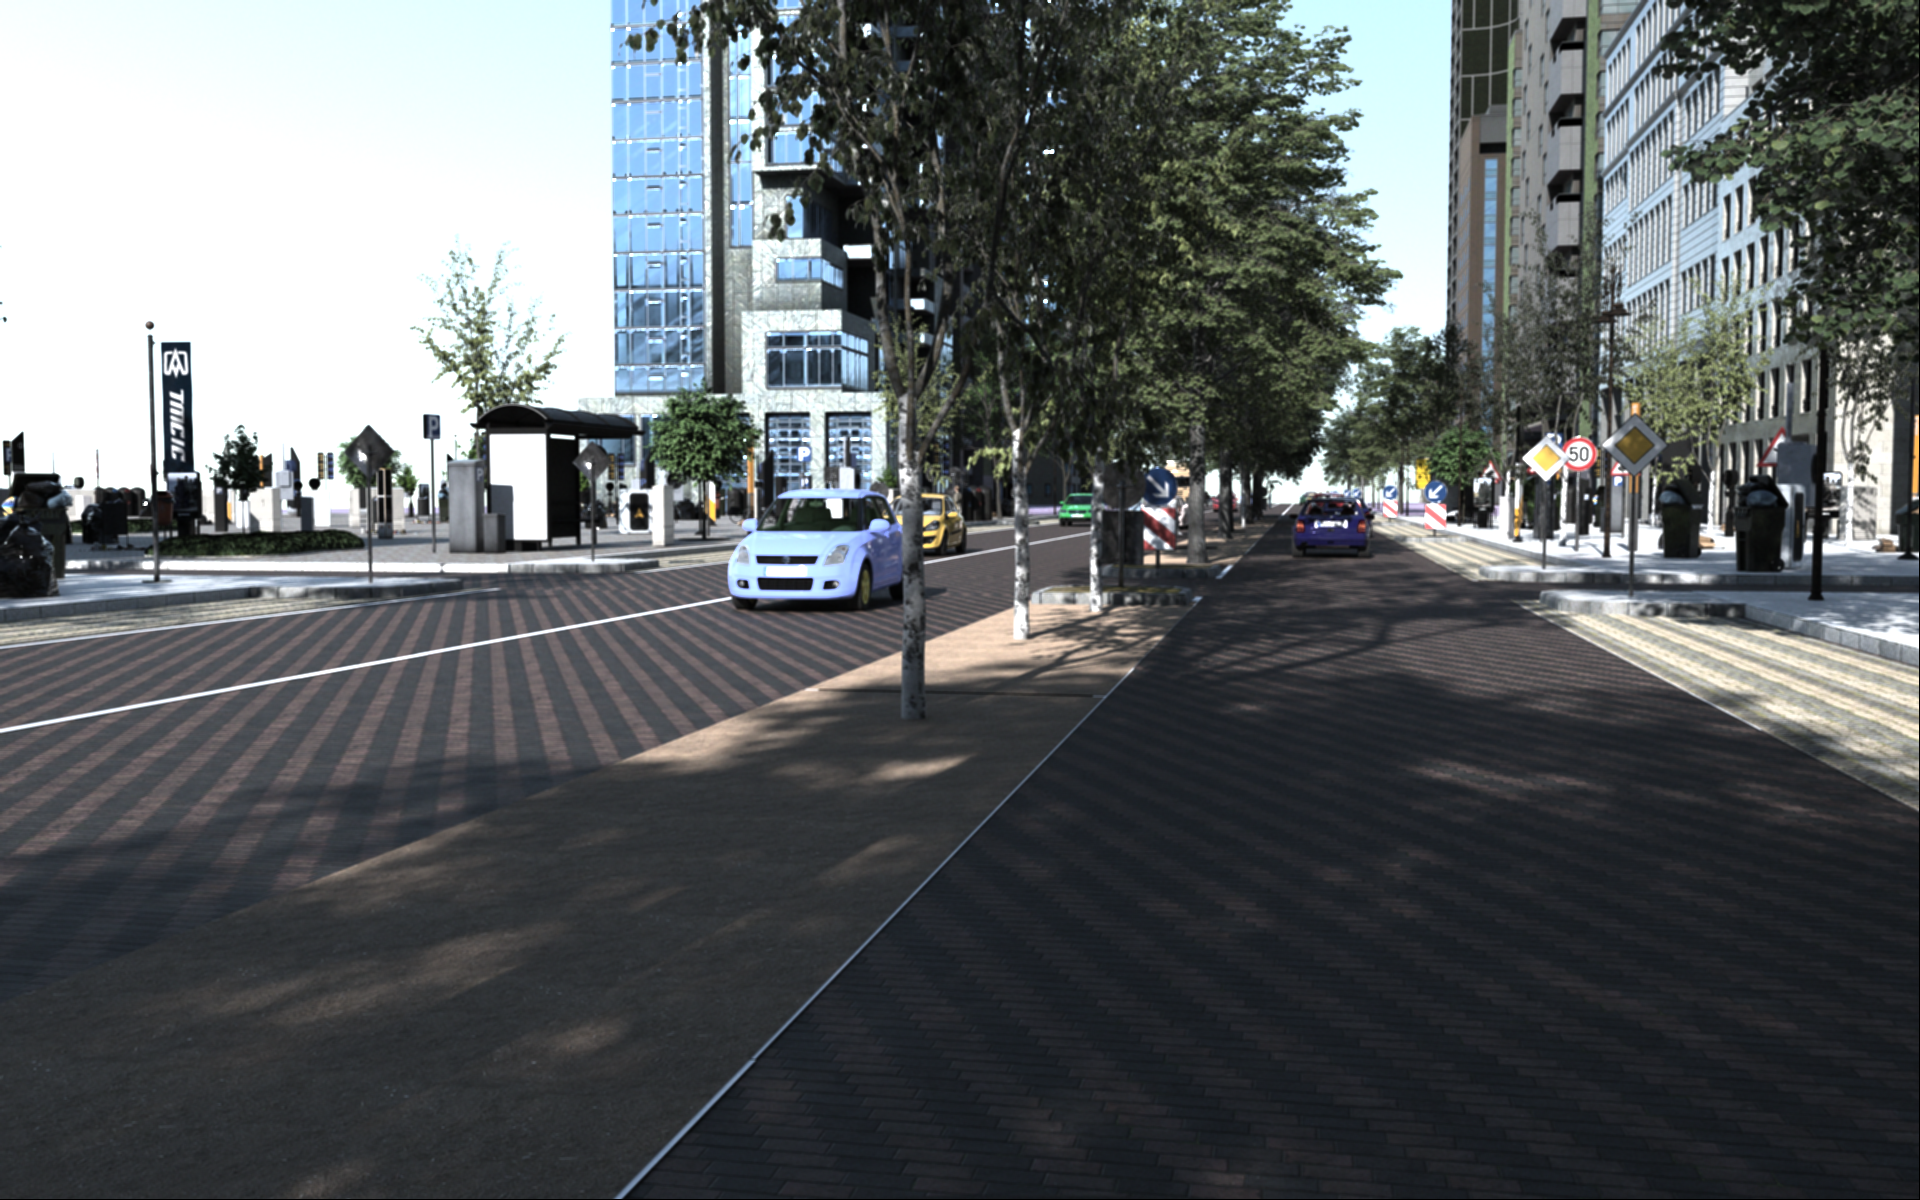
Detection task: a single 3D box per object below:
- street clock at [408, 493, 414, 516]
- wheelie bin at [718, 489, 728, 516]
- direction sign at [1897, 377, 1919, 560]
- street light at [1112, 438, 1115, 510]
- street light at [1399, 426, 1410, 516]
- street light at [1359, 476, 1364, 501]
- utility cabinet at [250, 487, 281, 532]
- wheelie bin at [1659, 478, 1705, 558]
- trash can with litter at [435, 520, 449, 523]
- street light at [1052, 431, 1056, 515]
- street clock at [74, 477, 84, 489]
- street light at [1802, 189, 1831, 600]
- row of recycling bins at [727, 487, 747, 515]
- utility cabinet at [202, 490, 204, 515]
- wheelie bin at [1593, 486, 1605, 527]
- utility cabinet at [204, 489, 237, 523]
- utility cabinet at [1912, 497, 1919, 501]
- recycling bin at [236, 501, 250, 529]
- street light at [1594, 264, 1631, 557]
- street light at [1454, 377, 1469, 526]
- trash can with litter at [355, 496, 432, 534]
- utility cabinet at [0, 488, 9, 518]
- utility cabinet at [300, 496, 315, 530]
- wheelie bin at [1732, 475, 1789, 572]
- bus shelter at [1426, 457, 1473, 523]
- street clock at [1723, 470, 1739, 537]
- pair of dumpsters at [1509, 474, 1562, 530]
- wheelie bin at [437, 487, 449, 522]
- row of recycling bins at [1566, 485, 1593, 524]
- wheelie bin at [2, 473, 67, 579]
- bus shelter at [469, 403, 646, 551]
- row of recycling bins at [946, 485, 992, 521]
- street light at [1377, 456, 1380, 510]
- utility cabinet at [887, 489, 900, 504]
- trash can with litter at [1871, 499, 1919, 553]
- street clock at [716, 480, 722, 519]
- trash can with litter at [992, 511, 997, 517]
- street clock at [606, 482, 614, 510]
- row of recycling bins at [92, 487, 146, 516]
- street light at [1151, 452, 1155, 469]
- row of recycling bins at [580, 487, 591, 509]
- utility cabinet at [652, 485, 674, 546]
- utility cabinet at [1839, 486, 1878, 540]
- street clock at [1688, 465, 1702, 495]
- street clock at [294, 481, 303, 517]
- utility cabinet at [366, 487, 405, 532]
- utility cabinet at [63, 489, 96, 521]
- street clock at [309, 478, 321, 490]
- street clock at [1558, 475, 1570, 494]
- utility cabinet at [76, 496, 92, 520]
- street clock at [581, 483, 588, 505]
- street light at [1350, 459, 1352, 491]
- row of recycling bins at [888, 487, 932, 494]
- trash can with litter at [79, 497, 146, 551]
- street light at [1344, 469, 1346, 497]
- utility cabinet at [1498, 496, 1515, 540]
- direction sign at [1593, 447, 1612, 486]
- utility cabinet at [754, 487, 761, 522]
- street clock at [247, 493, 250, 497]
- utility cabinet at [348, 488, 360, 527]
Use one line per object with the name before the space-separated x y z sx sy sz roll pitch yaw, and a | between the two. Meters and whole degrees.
street clock | -30.992 -5.700 97.770 0.358 2.002 0.471 1 4 9
wheelie bin | -14.288 -5.815 102.988 0.980 1.594 0.693 0 4 -2
direction sign | 18.618 -2.563 33.902 0.379 3.537 0.876 2 4 26
street light | 12.579 -10.355 142.096 0.468 5.910 1.993 1 4 11
street light | 27.857 -8.338 109.112 0.468 5.910 1.993 1 4 11
street light | 44.123 -13.348 191.031 0.468 5.910 1.993 1 4 11
utility cabinet | -22.096 -2.837 55.056 1.173 1.500 0.318 2 4 33
wheelie bin | 14.498 -1.649 34.861 0.980 1.594 0.693 -3 5 -44
trash can with litter | -23.148 -3.978 76.098 2.233 1.210 1.678 -2 4 -28
street light | 5.953 -8.299 108.477 0.468 5.910 1.993 1 4 11
street clock | -36.662 -4.131 72.115 0.471 2.002 0.358 3 4 36
street light | 10.378 -2.938 20.818 0.468 5.910 1.993 1 4 11
row of recycling bins | -13.200 -6.081 106.534 1.069 1.692 3.534 1 4 23
utility cabinet | -37.193 -4.759 86.486 1.173 1.500 0.318 -1 4 -18
wheelie bin | 24.920 -3.603 66.812 0.980 1.594 0.693 -1 4 -16
utility cabinet | -32.500 -4.132 76.232 1.173 1.500 0.318 -1 4 -10
utility cabinet | 22.074 -1.709 39.100 1.020 1.237 0.306 3 5 45
recycling bin | -26.156 -3.136 63.828 0.722 1.027 0.722 3 4 36
street light | 13.116 -3.802 34.948 0.468 5.910 1.993 1 4 11
street light | 19.842 -5.864 68.662 0.468 5.910 1.993 1 4 11
trash can with litter | -18.478 -2.732 55.732 2.233 1.210 1.678 2 4 26
utility cabinet | -36.134 -3.488 65.703 1.173 1.500 0.318 -3 5 -41
utility cabinet | -17.180 -2.109 45.645 0.306 1.237 1.020 -1 4 -17
wheelie bin | 13.221 -1.268 28.645 0.693 1.594 0.980 0 4 -3
bus shelter | 22.582 -5.239 79.573 2.014 3.302 5.546 1 4 11
street clock | 23.081 -2.895 51.907 0.358 2.002 0.471 -1 4 -10
pair of dumpsters | 21.336 -3.771 64.146 1.574 2.255 4.437 1 4 11
wheelie bin | -23.544 -4.370 79.354 0.693 1.594 0.980 0 4 1
row of recycling bins | 26.739 -4.226 76.215 1.069 1.692 3.534 0 4 -6
wheelie bin | -13.894 -1.118 26.181 0.693 1.594 0.980 3 5 39
bus shelter | -9.451 -2.898 41.305 2.014 3.302 5.546 1 4 11
row of recycling bins | 0.395 -4.627 82.763 1.069 1.692 3.534 2 4 31
street light | 34.525 -10.391 142.678 0.468 5.910 1.993 1 4 11
utility cabinet | -2.759 -3.886 72.220 0.318 1.500 1.173 1 4 13
trash can with litter | 20.654 -1.628 37.997 1.055 1.170 0.624 0 4 -1
street clock | -14.049 -5.773 98.962 0.358 2.002 0.471 3 4 37
trash can with litter | 1.585 -5.166 95.859 1.055 1.170 0.624 -1 4 -21
street clock | -21.730 -6.298 107.537 0.471 2.002 0.358 -2 4 -34
row of recycling bins | -48.631 -5.680 99.975 1.069 1.692 3.534 1 4 23
street light | 19.562 -12.472 176.712 0.468 5.910 1.993 1 4 11
row of recycling bins | -20.071 -5.218 92.427 1.069 1.692 3.534 0 4 -1
utility cabinet | -7.327 -2.079 42.672 0.318 1.500 1.173 0 4 2
utility cabinet | 24.929 -2.408 48.054 1.173 1.500 0.318 -2 4 -27
street clock | 18.330 -2.365 43.245 0.358 2.002 0.471 1 4 11
street clock | -36.874 -5.625 96.540 0.471 2.002 0.358 -2 4 -27
utility cabinet | -19.279 -3.025 58.143 1.173 1.500 0.318 -2 4 -30
utility cabinet | -35.593 -3.754 70.052 1.173 1.500 0.318 -1 4 -19
street clock | -29.090 -4.498 78.113 0.471 2.002 0.358 0 4 3
street clock | 23.247 -3.802 66.730 0.471 2.002 0.358 -3 5 -42
utility cabinet | -32.723 -3.276 64.722 0.306 1.237 1.020 -3 5 -41
street clock | -18.534 -4.948 85.470 0.471 2.002 0.358 -2 4 -33
street light | 50.891 -15.441 225.239 0.468 5.910 1.993 1 4 11
row of recycling bins | -2.967 -5.594 98.569 3.534 1.692 1.069 3 5 40
trash can with litter | -18.979 -1.757 39.778 2.233 1.210 1.678 -2 4 -25
street light | 57.521 -17.509 259.062 0.468 5.910 1.993 1 4 11
utility cabinet | 15.542 -2.327 49.203 0.306 1.237 1.020 2 4 26
direction sign | 31.015 -5.606 83.655 0.876 3.537 0.379 0 4 -6
utility cabinet | -6.520 -2.841 55.132 0.318 1.500 1.173 0 3 0
street clock | -48.197 -6.926 117.806 0.471 2.002 0.358 2 4 28
utility cabinet | -23.424 -3.563 66.936 0.318 1.500 1.173 -2 4 -25
